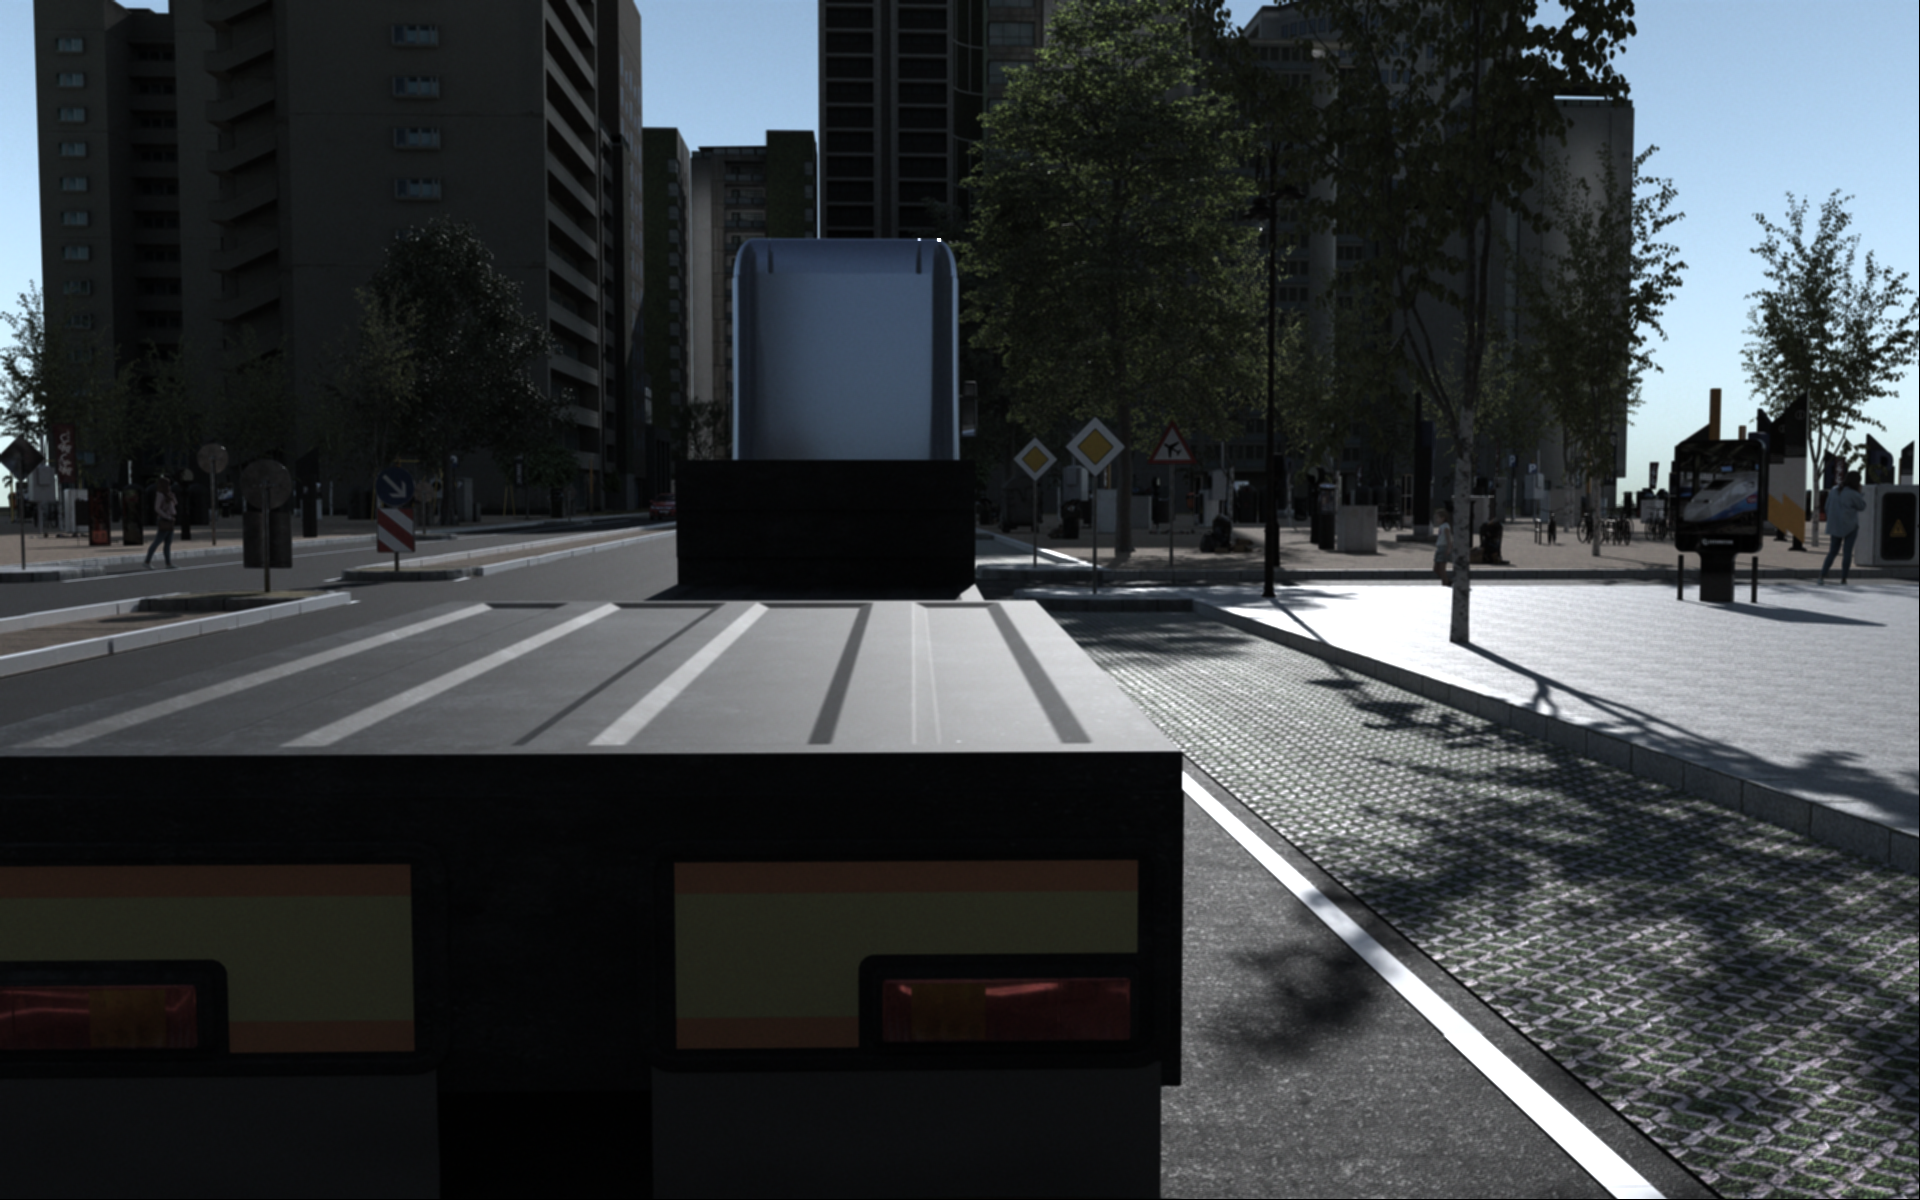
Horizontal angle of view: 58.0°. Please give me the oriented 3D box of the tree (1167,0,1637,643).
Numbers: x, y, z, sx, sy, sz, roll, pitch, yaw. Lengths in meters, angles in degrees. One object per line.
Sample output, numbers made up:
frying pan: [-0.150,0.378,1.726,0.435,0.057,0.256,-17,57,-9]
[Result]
tree: [4.170,-3.950,14.939,4.737,8.622,4.395,0,3,0]

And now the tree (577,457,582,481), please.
tree: [-22.779,-6.909,96.674,4.285,4.588,4.351,0,3,0]

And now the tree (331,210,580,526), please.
tree: [-20.862,-9.383,70.415,9.611,12.733,9.660,0,3,0]

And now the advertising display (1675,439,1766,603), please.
advertising display: [9.045,-0.944,20.644,0.974,1.923,0.123,3,5,41]

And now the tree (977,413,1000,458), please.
tree: [-0.845,-10.675,108.953,8.767,10.594,7.601,-2,4,-31]

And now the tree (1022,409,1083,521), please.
tree: [4.510,-8.115,83.042,4.360,8.622,3.978,0,3,0]

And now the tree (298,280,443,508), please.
tree: [-20.162,-6.676,59.514,4.360,8.622,3.978,0,3,0]

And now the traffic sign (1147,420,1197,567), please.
traffic sign: [3.732,-1.868,30.540,0.884,2.594,0.081,0,4,0]

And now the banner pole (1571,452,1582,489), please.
banner pole: [36.552,-6.901,102.849,0.863,3.779,0.401,0,4,-6]

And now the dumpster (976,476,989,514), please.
dumpster: [0.621,-4.962,83.620,1.502,2.255,1.985,0,4,-3]

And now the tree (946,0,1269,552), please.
tree: [3.252,-7.341,38.153,7.486,12.596,7.792,0,3,0]

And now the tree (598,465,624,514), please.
tree: [-22.726,-7.294,113.852,1.663,3.219,1.824,0,3,0]

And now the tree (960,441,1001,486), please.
tree: [0.508,-6.613,91.844,4.285,4.588,4.351,0,3,0]

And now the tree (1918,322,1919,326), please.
tree: [21.154,-5.101,33.759,4.360,8.622,3.978,0,3,0]

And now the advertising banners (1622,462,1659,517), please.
advertising banners: [37.538,-6.077,95.542,0.090,3.025,2.074,-3,5,-40]

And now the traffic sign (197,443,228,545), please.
traffic sign: [-18.711,-2.647,43.378,0.768,2.556,0.104,0,4,-1]

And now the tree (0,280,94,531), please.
tree: [-31.195,-6.724,60.295,4.737,8.622,4.395,0,3,0]

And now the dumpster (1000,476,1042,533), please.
dumpster: [2.025,-3.143,57.147,1.264,1.857,1.865,0,4,-3]

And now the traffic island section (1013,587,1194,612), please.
traffic island section: [1.758,-0.005,22.369,2.009,0.180,2.903,0,4,-3]

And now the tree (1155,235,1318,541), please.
tree: [7.458,-5.964,47.874,4.360,8.622,3.978,0,3,0]

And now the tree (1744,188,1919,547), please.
tree: [20.956,-5.596,41.851,4.737,8.622,4.395,0,3,0]

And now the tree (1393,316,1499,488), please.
tree: [20.964,-7.389,71.168,4.360,8.622,3.978,0,3,0]

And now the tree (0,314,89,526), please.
tree: [-37.544,-7.334,70.277,4.360,8.622,3.978,0,3,0]

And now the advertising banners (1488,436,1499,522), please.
advertising banners: [16.510,-3.510,53.573,0.090,3.025,2.074,1,4,11]

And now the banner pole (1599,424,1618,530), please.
banner pole: [22.978,-4.380,61.637,0.863,3.779,0.401,0,4,-7]

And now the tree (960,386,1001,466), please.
tree: [1.019,-9.154,100.036,4.737,8.622,4.395,0,3,0]

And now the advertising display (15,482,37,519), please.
advertising display: [-48.755,-5.212,90.437,0.123,1.923,0.974,3,5,41]

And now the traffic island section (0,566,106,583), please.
traffic island section: [-15.933,-0.437,29.433,2.009,0.180,2.903,0,4,-3]

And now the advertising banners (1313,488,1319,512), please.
advertising banners: [21.868,-6.659,105.062,0.090,3.025,2.074,2,4,25]

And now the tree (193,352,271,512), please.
tree: [-37.020,-8.488,89.138,4.360,8.622,3.978,0,3,0]

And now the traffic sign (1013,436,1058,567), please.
traffic sign: [1.311,-1.628,30.264,0.795,2.450,0.064,0,4,-3]

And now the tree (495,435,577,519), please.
tree: [-22.259,-6.437,88.967,4.285,4.588,4.351,0,3,0]

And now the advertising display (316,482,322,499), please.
advertising display: [-34.728,-5.383,93.226,0.123,1.923,0.974,1,4,17]

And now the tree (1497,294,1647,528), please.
tree: [23.132,-6.990,64.647,4.360,8.622,3.978,0,3,0]

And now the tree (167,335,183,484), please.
tree: [-35.326,-7.818,78.188,4.737,8.622,4.395,0,3,0]

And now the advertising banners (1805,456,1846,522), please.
advertising banners: [40.302,-5.183,80.932,0.090,3.025,2.074,-3,5,-39]

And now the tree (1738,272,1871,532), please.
tree: [28.202,-6.608,58.400,4.360,8.622,3.978,0,3,0]

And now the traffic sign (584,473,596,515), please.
traffic sign: [-22.381,-6.396,104.686,0.768,2.556,0.104,0,4,5]

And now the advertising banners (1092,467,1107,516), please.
advertising banners: [8.151,-6.469,101.952,0.090,3.025,2.074,3,5,41]

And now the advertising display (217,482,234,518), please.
advertising display: [-40.190,-5.474,94.719,0.123,1.923,0.974,3,4,38]

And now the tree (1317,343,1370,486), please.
tree: [12.959,-7.156,67.357,4.360,8.622,3.978,0,3,0]

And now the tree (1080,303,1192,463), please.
tree: [9.134,-10.200,92.533,9.928,11.665,9.643,0,3,0]

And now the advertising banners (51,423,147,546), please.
advertising banners: [-21.392,-2.867,43.058,2.074,3.025,0.090,-1,4,-19]

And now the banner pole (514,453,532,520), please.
banner pole: [-21.735,-5.874,86.051,0.863,3.779,0.401,-1,4,-15]

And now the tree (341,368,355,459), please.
tree: [-36.853,-9.232,101.312,4.737,8.622,4.395,0,3,0]

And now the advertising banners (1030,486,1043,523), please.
advertising banners: [3.333,-4.908,76.434,0.090,3.025,2.074,-1,4,-14]

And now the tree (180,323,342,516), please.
tree: [-29.852,-7.578,74.259,4.737,8.622,4.395,0,3,0]

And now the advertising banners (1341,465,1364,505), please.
advertising banners: [23.704,-6.694,105.636,0.090,3.025,2.074,-3,5,-44]

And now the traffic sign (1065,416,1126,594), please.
traffic sign: [1.735,-1.141,22.291,0.795,2.450,0.064,0,4,-3]

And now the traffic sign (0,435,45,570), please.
traffic sign: [-15.910,-1.574,29.372,0.795,2.450,0.064,0,4,-3]

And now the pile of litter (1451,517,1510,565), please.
pile of litter: [9.645,-1.119,32.253,1.176,0.858,1.719,1,4,20]

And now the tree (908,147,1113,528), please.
tree: [1.789,-9.659,64.584,9.857,13.997,8.962,0,3,0]

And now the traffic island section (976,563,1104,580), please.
traffic island section: [1.334,-0.493,30.343,2.009,0.180,2.903,0,4,-3]

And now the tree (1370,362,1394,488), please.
tree: [22.425,-8.611,91.148,4.360,8.622,3.978,0,3,0]

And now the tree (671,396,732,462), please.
tree: [-27.053,-15.660,181.793,9.928,11.665,9.643,0,3,0]
